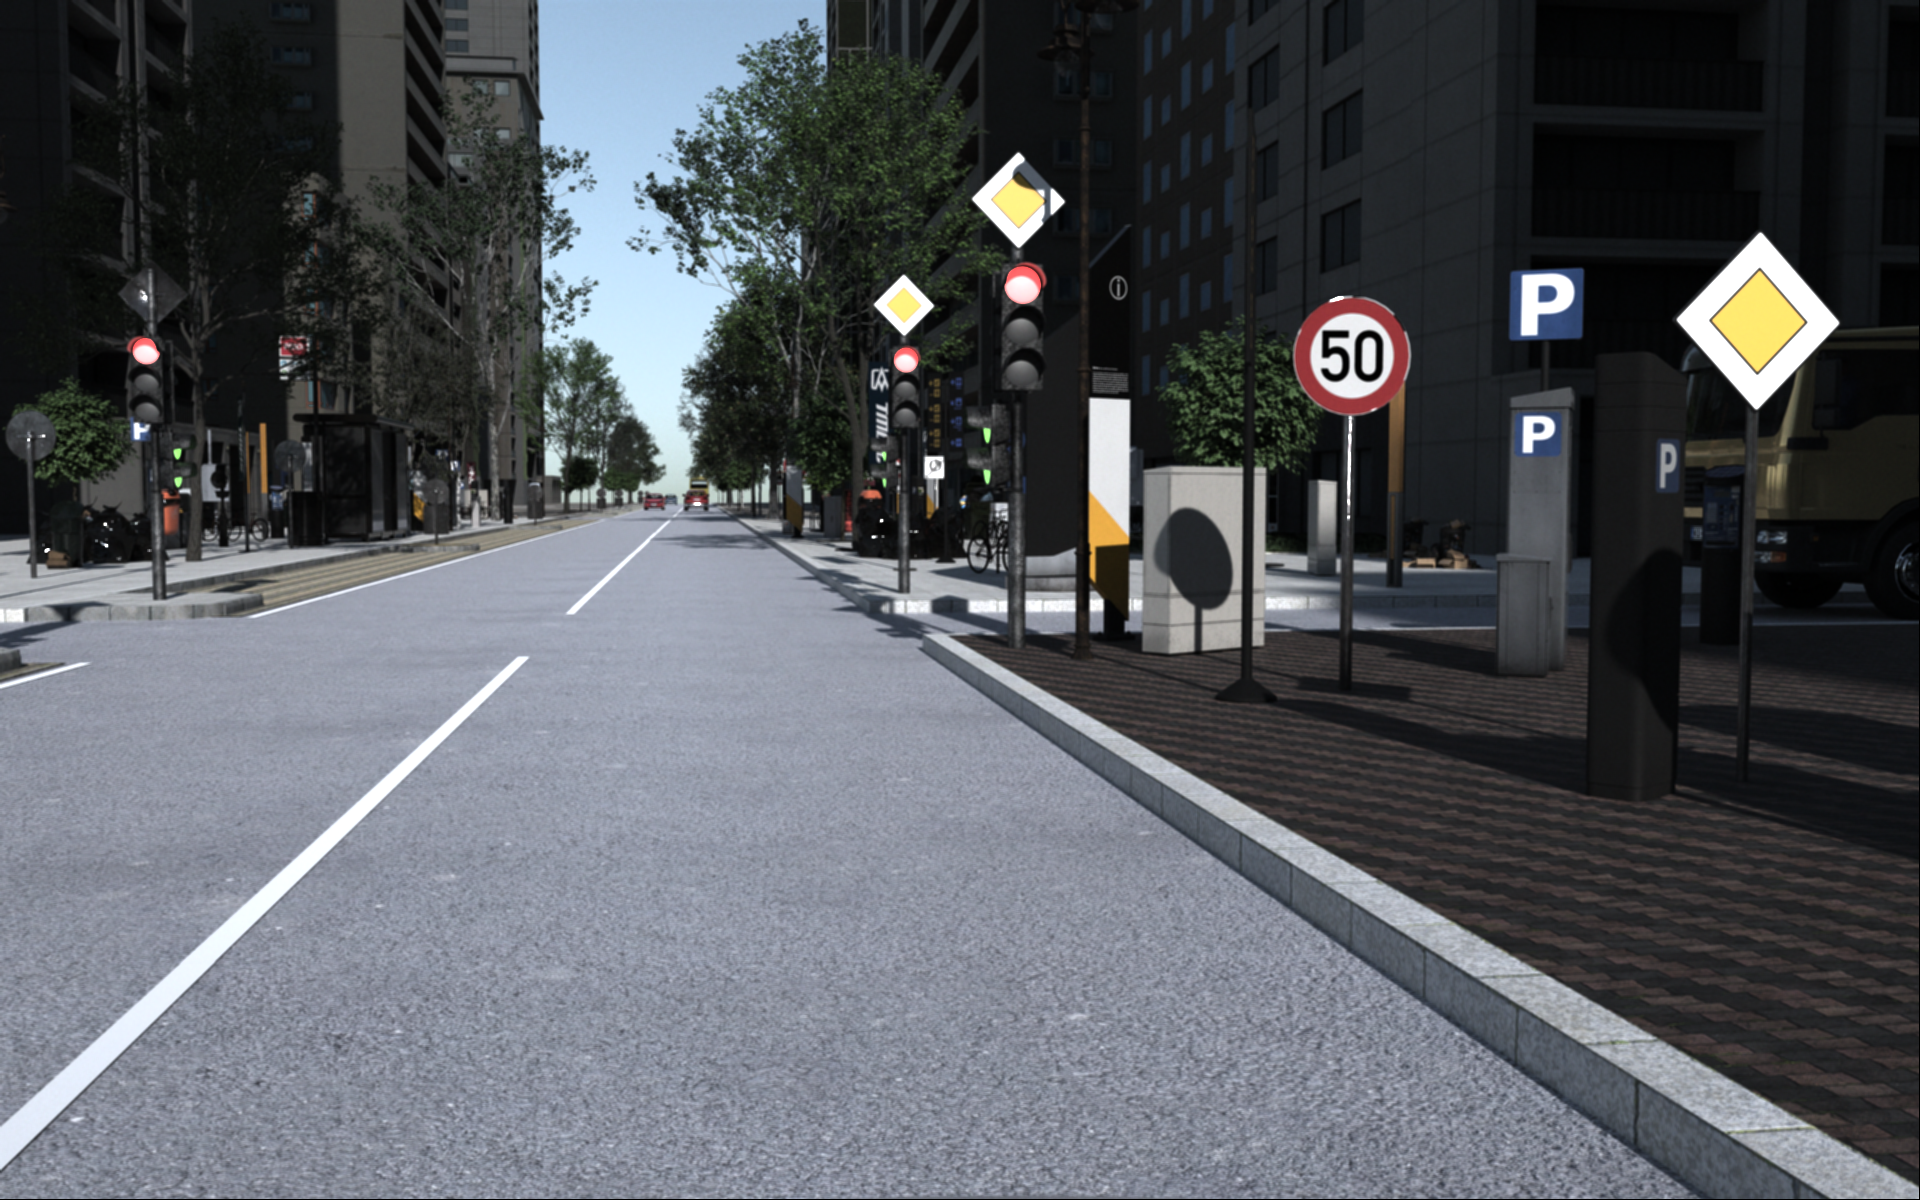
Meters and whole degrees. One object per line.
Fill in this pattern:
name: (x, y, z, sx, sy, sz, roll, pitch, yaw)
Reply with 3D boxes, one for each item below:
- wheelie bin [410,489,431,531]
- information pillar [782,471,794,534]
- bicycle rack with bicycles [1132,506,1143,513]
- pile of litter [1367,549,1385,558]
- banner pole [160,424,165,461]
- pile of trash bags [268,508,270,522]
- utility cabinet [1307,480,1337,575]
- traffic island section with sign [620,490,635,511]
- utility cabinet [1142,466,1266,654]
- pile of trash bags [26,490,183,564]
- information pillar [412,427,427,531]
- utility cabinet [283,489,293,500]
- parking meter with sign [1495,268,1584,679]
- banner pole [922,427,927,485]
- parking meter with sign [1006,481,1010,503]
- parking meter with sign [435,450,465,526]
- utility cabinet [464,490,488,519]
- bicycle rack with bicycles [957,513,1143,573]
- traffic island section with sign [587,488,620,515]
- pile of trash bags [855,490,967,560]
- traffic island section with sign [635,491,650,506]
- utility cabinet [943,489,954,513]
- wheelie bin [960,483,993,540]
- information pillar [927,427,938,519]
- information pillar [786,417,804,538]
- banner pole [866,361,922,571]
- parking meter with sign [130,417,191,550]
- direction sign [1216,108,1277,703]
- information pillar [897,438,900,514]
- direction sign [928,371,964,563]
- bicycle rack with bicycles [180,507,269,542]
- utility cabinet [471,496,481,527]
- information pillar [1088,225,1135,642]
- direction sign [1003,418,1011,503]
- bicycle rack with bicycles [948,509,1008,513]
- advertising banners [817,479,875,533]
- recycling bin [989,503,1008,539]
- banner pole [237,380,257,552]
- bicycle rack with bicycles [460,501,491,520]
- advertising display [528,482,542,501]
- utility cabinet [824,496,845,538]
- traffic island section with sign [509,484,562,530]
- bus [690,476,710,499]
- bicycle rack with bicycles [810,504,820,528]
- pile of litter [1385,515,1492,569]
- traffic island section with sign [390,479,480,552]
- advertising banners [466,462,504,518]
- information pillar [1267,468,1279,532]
wheelie bin: (-18.944, -3.227, 60.666, 0.980, 1.594, 0.693, 3, 5, 42)
information pillar: (-5.487, -3.112, 55.368, 0.304, 2.012, 0.304, 1, 4, 19)
bicycle rack with bicycles: (7.172, -2.666, 56.966, 2.852, 0.926, 2.925, 1, 4, 17)
pile of litter: (8.946, -1.262, 34.606, 1.176, 0.858, 1.719, -2, 4, -29)
banner pole: (-24.901, -3.914, 54.008, 0.863, 3.779, 0.401, 3, 4, 38)
pile of trash bags: (-31.850, -4.248, 79.204, 3.447, 1.369, 1.912, -2, 4, -24)
utility cabinet: (5.767, -1.154, 27.541, 0.318, 1.500, 1.173, 0, 4, 4)
traffic island section with sign: (-28.724, -8.425, 146.380, 1.989, 1.847, 2.006, -1, 4, -9)
utility cabinet: (1.987, -0.331, 14.095, 1.173, 1.500, 0.318, -3, 5, -41)
pile of trash bags: (-16.124, -1.441, 33.308, 1.912, 1.369, 3.447, 1, 4, 8)
information pillar: (-18.553, -4.169, 59.522, 0.183, 3.616, 0.504, 3, 5, 40)
utility cabinet: (-31.673, -4.463, 81.645, 0.318, 1.500, 1.173, -2, 4, -28)
parking meter with sign: (4.251, -1.010, 12.770, 0.543, 3.016, 1.738, 1, 4, 22)
banner pole: (-1.184, -4.104, 57.110, 0.863, 3.779, 0.401, 3, 5, 41)
parking meter with sign: (2.190, -4.820, 75.064, 0.543, 3.016, 1.738, 0, 4, 6)
parking meter with sign: (-20.277, -4.432, 68.729, 0.543, 3.016, 1.738, 0, 4, -1)
utility cabinet: (-24.697, -4.876, 88.403, 0.318, 1.500, 1.173, 3, 5, 41)
bicycle rack with bicycles: (1.769, -0.860, 27.450, 2.852, 0.926, 2.925, -2, 4, -28)
traffic island section with sign: (-24.613, -6.763, 119.208, 1.989, 1.847, 2.006, -1, 4, -9)
pile of trash bags: (-1.283, -1.574, 35.485, 1.912, 1.369, 3.447, -2, 4, -27)
traffic island section with sign: (-37.009, -11.774, 201.136, 1.989, 1.847, 2.006, -1, 4, -9)
utility cabinet: (-0.728, -4.214, 77.575, 0.318, 1.500, 1.173, -2, 4, -32)
wheelie bin: (0.497, -2.493, 48.675, 0.980, 1.594, 0.693, -2, 4, -29)
information pillar: (-0.802, -3.645, 50.947, 0.183, 3.616, 0.504, -3, 4, -36)
information pillar: (-4.818, -3.614, 50.438, 0.504, 3.616, 0.183, 0, 4, 8)
banner pole: (-1.145, -2.378, 28.902, 0.863, 3.779, 0.401, -1, 4, -18)
parking meter with sign: (-18.344, -2.671, 39.937, 0.543, 3.016, 1.738, 0, 4, 5)
direction sign: (1.785, -1.143, 10.691, 0.379, 3.537, 0.876, 1, 4, 11)
information pillar: (-2.164, -4.461, 64.294, 0.183, 3.616, 0.504, 2, 4, 31)
direction sign: (-0.267, -2.461, 32.234, 0.876, 3.537, 0.379, 3, 5, 41)
bicycle rack with bicycles: (-20.437, -2.023, 46.452, 2.925, 0.926, 2.852, 2, 4, 29)
utility cabinet: (-19.031, -3.487, 68.174, 0.306, 1.237, 1.020, -1, 4, -12)
information pillar: (1.290, -1.450, 15.069, 0.504, 3.616, 0.183, -3, 4, -37)
direction sign: (1.314, -3.643, 51.564, 0.379, 3.537, 0.876, 2, 4, 34)
bicycle rack with bicycles: (0.631, -1.718, 41.464, 2.852, 0.926, 2.925, -1, 4, -14)
advertising banners: (-3.724, -3.762, 57.696, 2.074, 3.025, 0.090, 0, 4, 4)
recycling bin: (1.165, -2.286, 49.936, 0.722, 1.027, 0.722, -2, 4, -30)
banner pole: (-15.921, -2.963, 38.462, 0.401, 3.779, 0.863, -2, 4, -35)
bicycle rack with bicycles: (-24.429, -4.480, 86.636, 2.925, 0.926, 2.852, -3, 4, -36)
advertising display: (-23.302, -5.490, 94.971, 0.974, 1.923, 0.123, 2, 4, 34)
utility cabinet: (-3.706, -2.432, 50.925, 0.306, 1.237, 1.020, -2, 4, -25)
traffic island section with sign: (-17.214, -3.774, 70.339, 1.989, 1.847, 2.006, -1, 4, -9)
bus: (-36.044, -15.177, 239.688, 2.896, 3.916, 12.252, 0, 4, -8)
bicycle rack with bicycles: (-4.303, -3.185, 65.459, 2.852, 0.926, 2.925, 1, 4, 19)
pile of litter: (8.427, -0.986, 30.082, 1.176, 0.858, 1.719, -1, 4, -21)
traffic island section with sign: (-13.151, -2.132, 43.478, 1.989, 1.847, 2.006, -1, 4, -9)
advertising banners: (-25.799, -5.988, 94.084, 2.074, 3.025, 0.090, 0, 4, 8)
information pillar: (8.860, -2.722, 48.992, 0.304, 2.012, 0.304, 1, 4, 13)
